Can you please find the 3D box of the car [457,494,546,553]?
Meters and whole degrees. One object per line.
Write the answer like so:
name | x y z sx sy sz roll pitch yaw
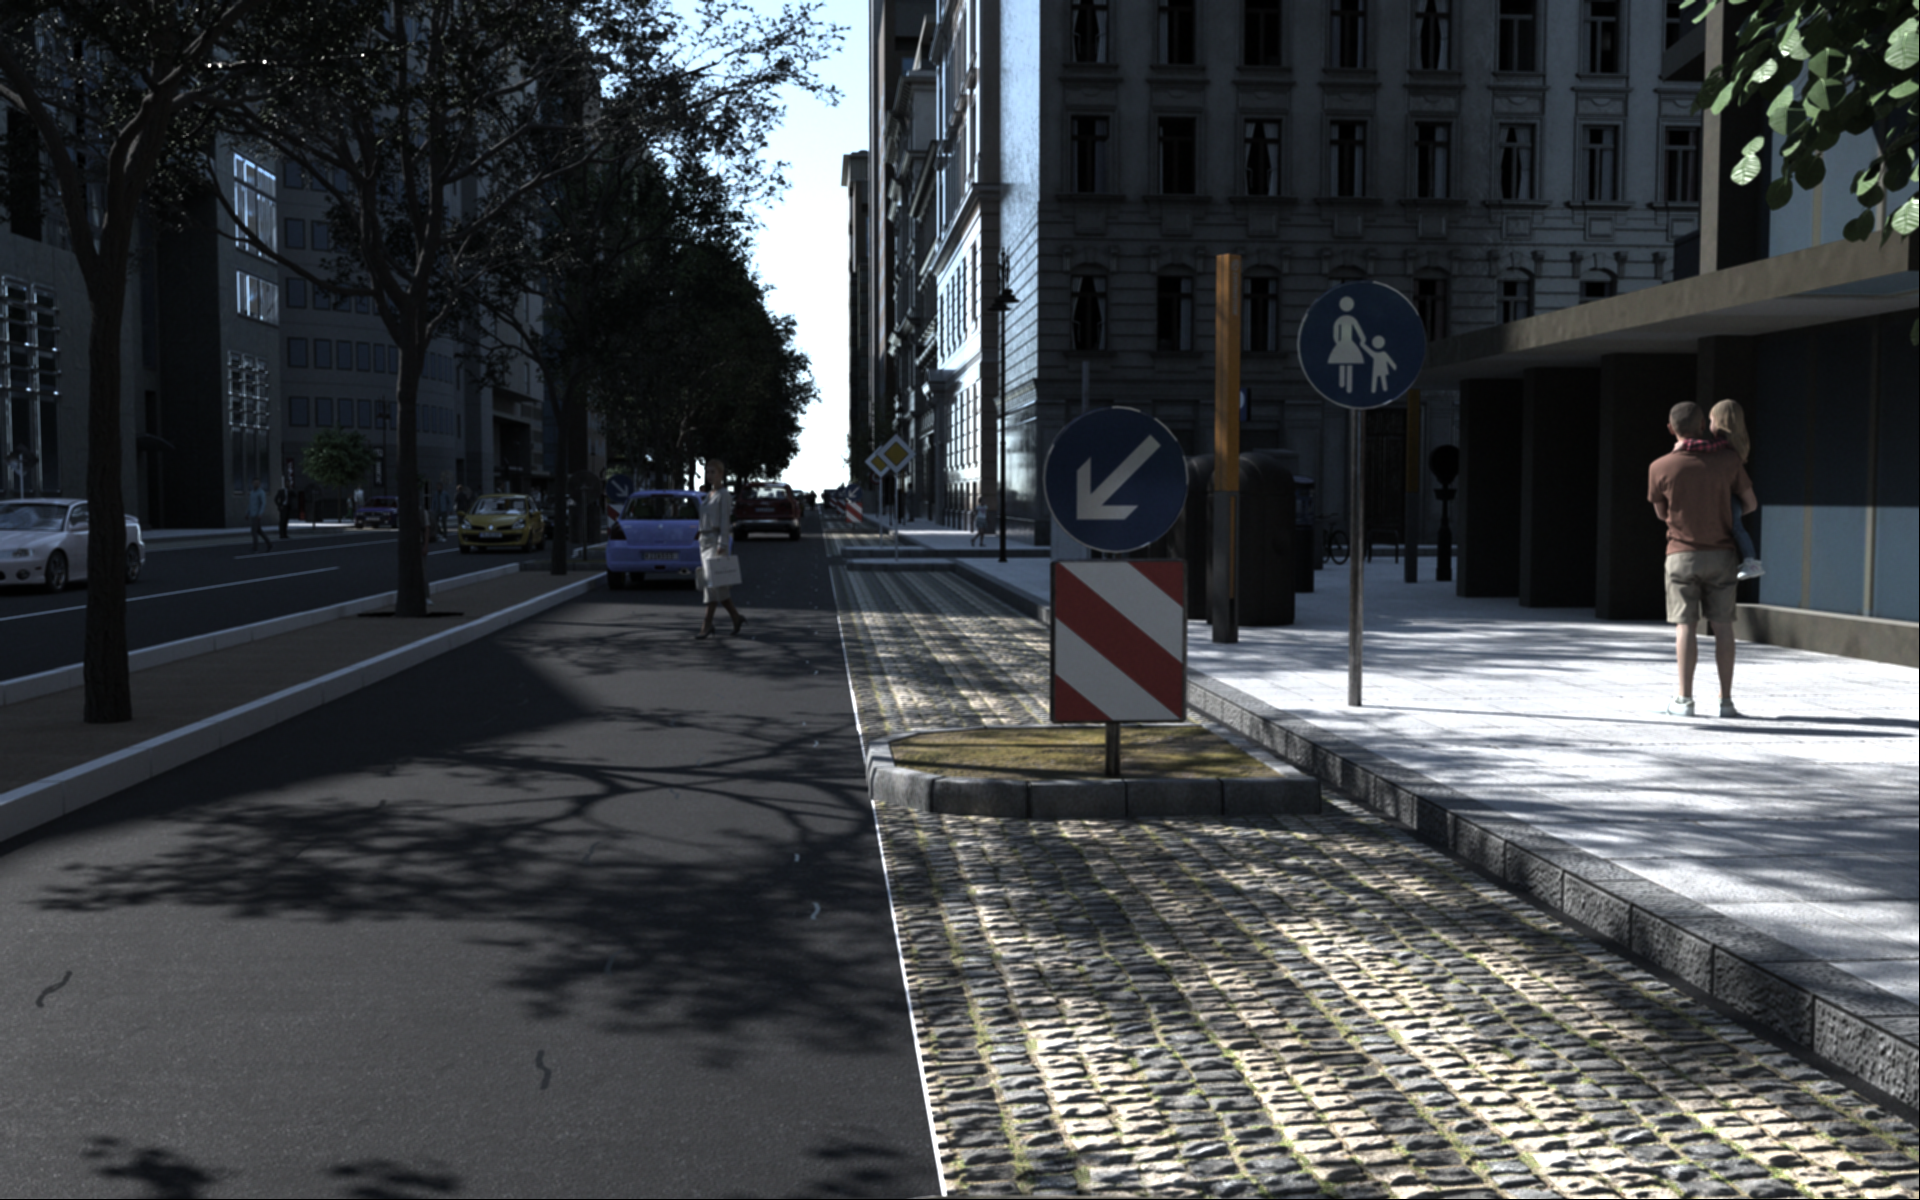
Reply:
car | -11.413 -2.019 43.236 2.015 1.641 3.980 0 4 -6

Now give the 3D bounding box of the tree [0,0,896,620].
tree | -6.449 -6.551 19.939 12.009 13.543 11.850 0 3 0

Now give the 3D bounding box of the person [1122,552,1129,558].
person | 3.209 -1.592 32.412 0.721 1.781 0.623 2 4 25

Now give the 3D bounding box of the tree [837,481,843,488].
tree | -16.175 -14.959 239.180 1.663 3.219 1.824 0 3 0

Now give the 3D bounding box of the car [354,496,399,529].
car | -23.891 -3.629 71.911 1.945 1.354 3.894 0 4 -4

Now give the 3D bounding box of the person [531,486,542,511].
person | -21.577 -4.870 88.220 0.850 1.850 0.679 2 4 26

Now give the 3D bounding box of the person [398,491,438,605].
person | -6.984 -0.687 22.324 0.503 1.515 0.523 -1 4 -14

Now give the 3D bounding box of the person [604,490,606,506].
person | -38.815 -11.196 189.766 0.551 1.740 0.621 -3 5 -45

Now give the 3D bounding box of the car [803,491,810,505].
car | -20.672 -13.465 228.828 2.281 1.827 5.304 0 4 -4

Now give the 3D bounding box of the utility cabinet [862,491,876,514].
utility cabinet | -5.908 -6.364 112.738 0.318 1.500 1.173 -3 4 -38

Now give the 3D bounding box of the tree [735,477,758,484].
tree | -13.579 -9.386 106.273 4.360 8.622 3.978 0 3 0

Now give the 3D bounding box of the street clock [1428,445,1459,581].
street clock | 7.154 -1.283 25.548 0.471 2.002 0.358 0 4 2

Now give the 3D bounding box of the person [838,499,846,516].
person | -7.687 -6.393 113.246 0.641 1.798 0.478 1 4 21

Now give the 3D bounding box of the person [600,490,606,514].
person | -26.014 -7.198 126.703 0.721 1.766 1.217 1 4 22

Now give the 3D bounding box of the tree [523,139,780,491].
tree | -8.763 -7.444 49.919 9.928 11.665 9.643 0 3 0

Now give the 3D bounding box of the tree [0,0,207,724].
tree | -5.343 -4.485 10.200 8.767 10.594 7.601 0 4 -5

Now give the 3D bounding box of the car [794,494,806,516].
car | -11.018 -6.250 112.415 2.015 1.641 3.980 0 4 -6

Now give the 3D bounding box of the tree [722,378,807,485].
tree | -13.816 -11.718 112.166 7.486 12.596 7.792 0 3 0

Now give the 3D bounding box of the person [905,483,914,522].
person | -2.391 -4.564 80.841 0.466 1.800 0.511 -2 4 -33

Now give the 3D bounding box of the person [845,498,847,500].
person | -16.192 -14.564 244.878 0.721 1.736 1.217 -3 5 -41

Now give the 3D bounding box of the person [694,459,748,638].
person | -2.396 -0.519 17.335 0.624 1.780 0.694 -1 4 -21

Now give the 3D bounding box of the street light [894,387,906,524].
street light | -2.612 -6.246 74.904 0.468 5.910 1.993 0 4 -5

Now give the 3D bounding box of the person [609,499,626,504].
person | -10.589 -2.740 53.474 0.661 1.801 0.590 -3 4 -36

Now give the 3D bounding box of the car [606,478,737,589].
car | -4.539 -1.092 27.439 1.945 1.707 3.694 0 4 -3

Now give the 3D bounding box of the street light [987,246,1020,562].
street light | 0.810 -3.656 32.570 0.468 5.910 1.993 0 4 -5

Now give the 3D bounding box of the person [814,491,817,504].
person | -20.238 -14.196 240.622 0.705 1.821 1.348 3 5 39

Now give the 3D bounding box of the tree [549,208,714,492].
tree | -7.998 -5.505 42.819 4.360 8.622 3.978 0 3 0

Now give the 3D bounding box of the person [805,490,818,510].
person | -13.101 -8.866 153.473 1.348 1.823 0.705 -3 4 -37

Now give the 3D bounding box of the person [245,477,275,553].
person | -16.977 -2.057 41.999 0.748 1.841 0.638 -3 4 -38

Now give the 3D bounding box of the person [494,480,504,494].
person | -14.266 -2.779 53.710 0.755 1.850 0.659 -1 4 -16

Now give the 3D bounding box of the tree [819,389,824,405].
tree | -12.636 -10.989 99.131 9.611 12.733 9.660 0 3 0

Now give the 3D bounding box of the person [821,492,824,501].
person | -21.833 -16.279 275.115 0.683 1.767 0.568 0 4 1

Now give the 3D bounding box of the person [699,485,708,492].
person | -9.482 -3.362 63.829 0.532 1.782 0.716 2 4 25

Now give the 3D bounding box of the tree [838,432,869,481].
tree | -12.018 -15.281 200.211 4.360 8.622 3.978 0 3 0

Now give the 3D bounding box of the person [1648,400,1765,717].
person | 4.348 -0.247 10.061 0.580 1.828 0.573 -2 4 -31

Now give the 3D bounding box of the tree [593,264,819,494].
tree | -11.283 -9.659 77.388 9.611 12.733 9.660 0 3 0

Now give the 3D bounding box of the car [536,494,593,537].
car | -12.799 -2.854 56.447 2.009 1.686 4.222 0 4 -6

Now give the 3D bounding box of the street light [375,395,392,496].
street light | -26.842 -6.608 80.828 0.468 5.910 1.993 0 4 -5

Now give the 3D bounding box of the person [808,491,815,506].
person | -18.088 -12.374 210.911 1.348 1.812 0.705 3 5 44

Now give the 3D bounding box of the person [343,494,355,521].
person | -28.858 -4.374 81.802 0.590 1.304 0.306 -3 4 -36

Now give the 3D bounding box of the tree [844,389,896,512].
tree | -5.846 -10.509 122.185 4.737 8.622 4.395 0 3 0

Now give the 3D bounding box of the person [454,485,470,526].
person | -19.193 -3.538 66.762 0.534 1.772 0.576 1 4 22

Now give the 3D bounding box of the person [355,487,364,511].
person | -29.818 -4.873 85.950 0.478 1.798 0.641 -2 4 -27

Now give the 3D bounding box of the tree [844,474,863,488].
tree | -11.043 -11.569 183.746 1.663 3.219 1.824 0 3 0

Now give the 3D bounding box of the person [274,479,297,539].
person | -21.447 -2.893 55.167 0.474 1.900 0.648 2 4 27

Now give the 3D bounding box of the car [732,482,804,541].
car | -6.087 -2.825 54.861 2.281 1.827 5.304 0 4 -4

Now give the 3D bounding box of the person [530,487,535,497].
person | -23.737 -5.382 96.673 0.590 1.801 0.661 -1 4 -13

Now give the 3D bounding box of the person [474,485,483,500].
person | -28.912 -6.008 104.254 0.713 1.824 0.794 -1 4 -13

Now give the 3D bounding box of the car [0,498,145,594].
car | -14.049 -0.855 26.339 2.083 1.381 4.827 0 4 -5

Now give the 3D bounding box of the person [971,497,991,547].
person | 0.521 -1.918 42.421 0.505 1.210 0.382 -3 5 -43

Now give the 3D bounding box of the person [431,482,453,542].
person | -15.623 -2.653 52.228 0.601 1.785 0.444 1 4 17

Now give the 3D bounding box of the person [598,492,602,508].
person | -34.067 -9.658 163.952 0.705 1.824 1.348 2 4 35

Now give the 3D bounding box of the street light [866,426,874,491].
street light | -5.990 -8.744 115.757 0.468 5.910 1.993 0 4 -5

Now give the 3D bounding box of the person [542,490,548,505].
person | -26.313 -6.139 109.869 0.522 1.701 0.512 -1 4 -13
